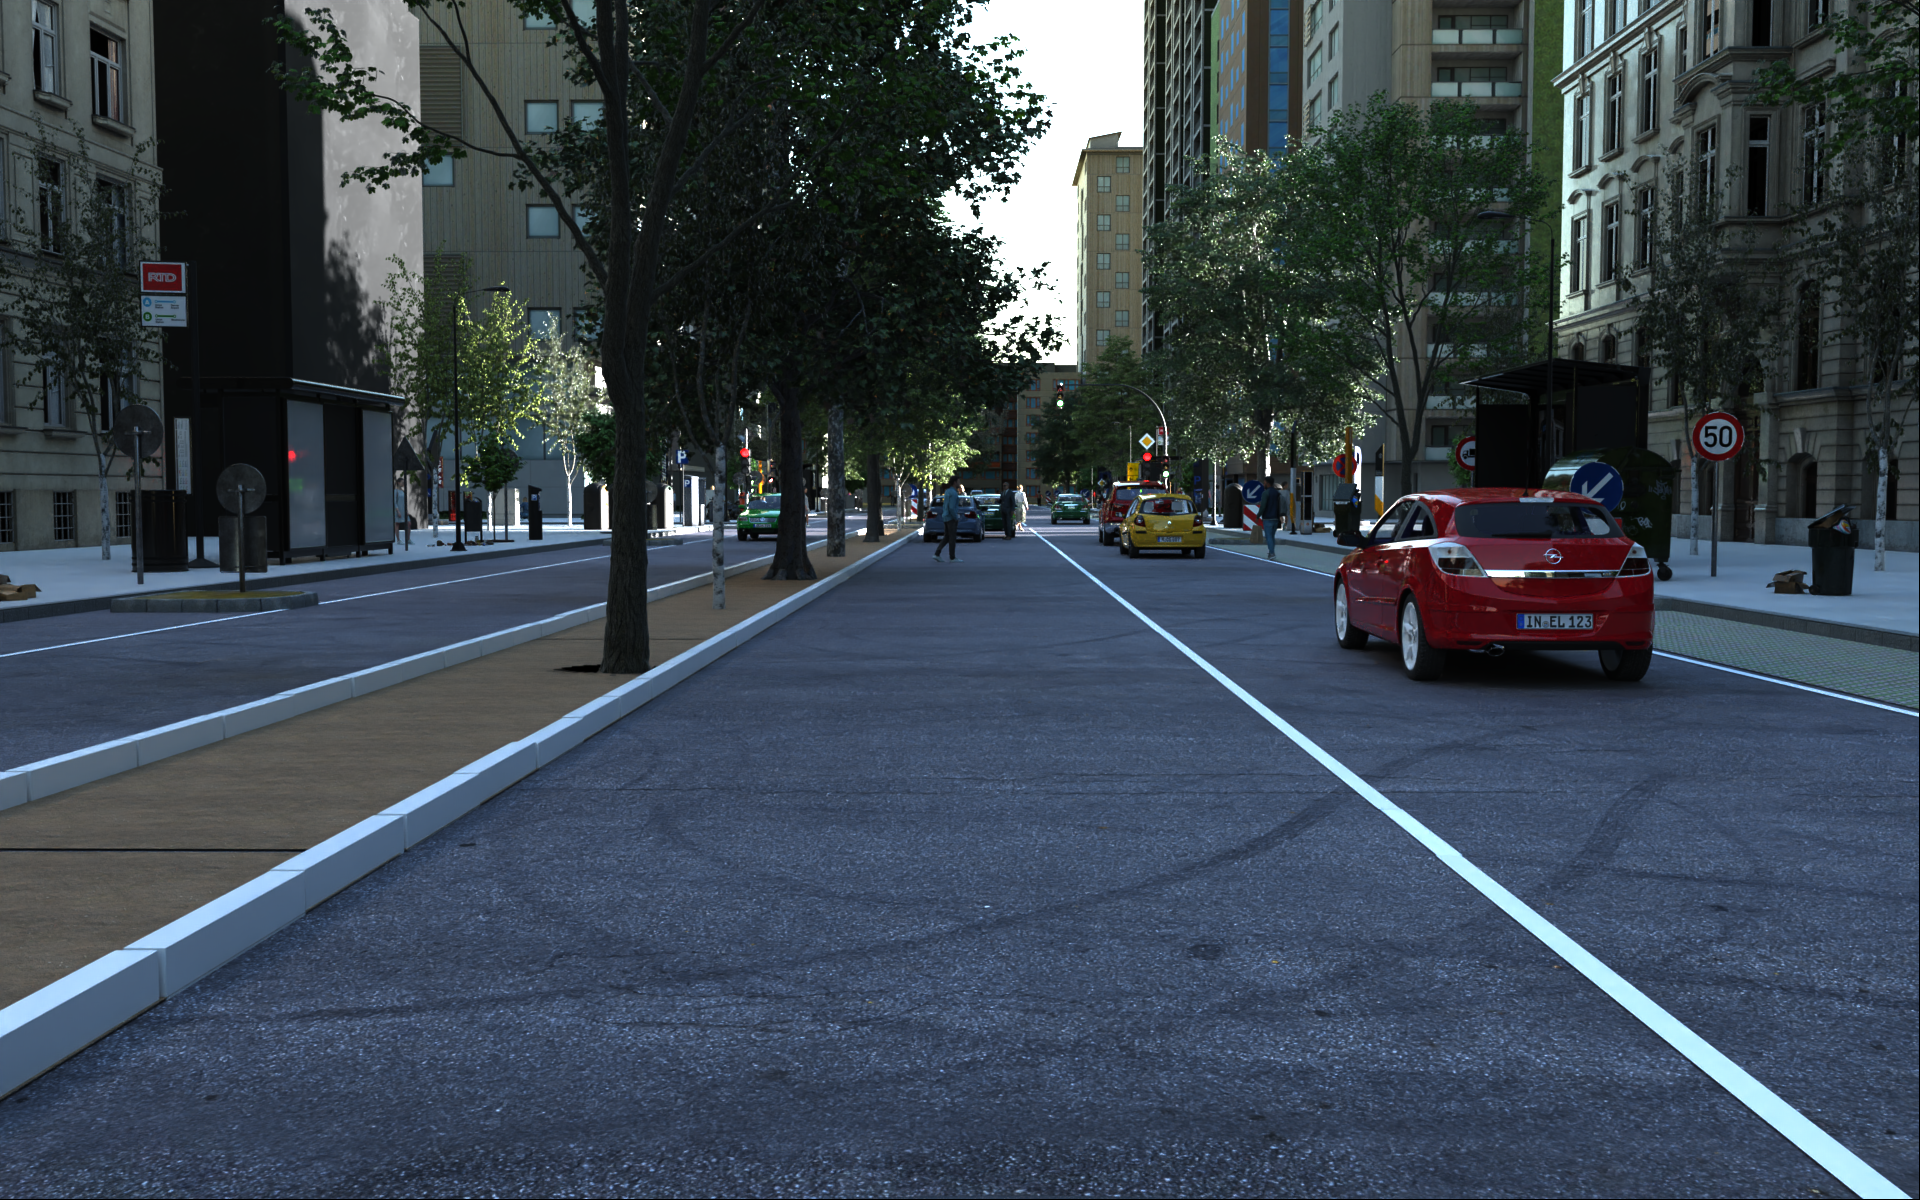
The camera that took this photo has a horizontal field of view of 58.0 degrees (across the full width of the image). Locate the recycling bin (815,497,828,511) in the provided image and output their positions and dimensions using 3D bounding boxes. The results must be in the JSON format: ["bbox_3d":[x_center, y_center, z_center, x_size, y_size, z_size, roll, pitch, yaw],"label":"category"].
[{"bbox_3d":[-10.236,-7.081,128.333,0.722,1.027,0.722,-3,5,-42],"label":"recycling bin"}]

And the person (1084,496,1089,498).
[{"bbox_3d":[15.621,-12.879,216.249,0.705,1.869,1.348,-3,5,-44],"label":"person"}]

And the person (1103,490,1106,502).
[{"bbox_3d":[11.576,-8.003,138.705,0.330,1.601,0.589,2,4,32],"label":"person"}]

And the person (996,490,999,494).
[{"bbox_3d":[3.664,-9.690,166.865,0.705,1.831,1.348,-2,4,-35],"label":"person"}]

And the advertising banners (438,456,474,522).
[{"bbox_3d":[-23.534,-5.156,80.492,0.090,3.025,2.074,3,5,45],"label":"advertising banners"}]

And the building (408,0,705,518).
[{"bbox_3d":[-31.024,-31.464,103.683,28.713,52.752,27.495,0,4,1],"label":"building"}]

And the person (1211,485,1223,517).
[{"bbox_3d":[14.340,-5.534,96.790,0.678,1.792,0.850,3,5,44],"label":"person"}]

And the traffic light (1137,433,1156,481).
[{"bbox_3d":[8.543,-5.537,79.458,0.839,4.253,0.868,0,4,1],"label":"traffic light"}]

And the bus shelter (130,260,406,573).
[{"bbox_3d":[-12.950,-3.356,32.502,2.179,5.291,8.768,0,4,1],"label":"bus shelter"}]

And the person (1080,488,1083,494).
[{"bbox_3d":[12.146,-10.069,170.534,0.599,1.838,0.709,-1,4,-9],"label":"person"}]

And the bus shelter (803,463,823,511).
[{"bbox_3d":[-11.699,-8.711,133.705,1.731,3.624,6.357,0,4,1],"label":"bus shelter"}]

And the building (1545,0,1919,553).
[{"bbox_3d":[26.223,-13.799,44.701,14.460,24.649,34.723,0,4,1],"label":"building"}]

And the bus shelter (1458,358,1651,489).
[{"bbox_3d":[11.153,-2.550,32.983,1.731,3.624,6.357,0,4,1],"label":"bus shelter"}]

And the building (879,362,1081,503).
[{"bbox_3d":[2.891,-25.365,259.751,28.899,21.520,27.650,0,4,1],"label":"building"}]

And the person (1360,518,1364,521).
[{"bbox_3d":[18.415,-4.542,80.702,0.834,1.777,0.661,2,4,25],"label":"person"}]

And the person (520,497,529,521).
[{"bbox_3d":[-21.177,-4.412,83.677,0.738,1.151,1.012,3,4,37],"label":"person"}]

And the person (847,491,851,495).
[{"bbox_3d":[-14.797,-13.604,229.157,0.721,1.739,1.217,-3,4,-39],"label":"person"}]

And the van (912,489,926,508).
[{"bbox_3d":[-3.411,-8.708,149.389,2.013,2.044,4.112,0,4,2],"label":"van"}]

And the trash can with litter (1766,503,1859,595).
[{"bbox_3d":[10.877,-0.656,22.111,1.055,1.170,0.624,3,5,44],"label":"trash can with litter"}]

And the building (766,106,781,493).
[{"bbox_3d":[-28.378,-31.496,169.586,22.147,44.769,28.867,0,4,1],"label":"building"}]

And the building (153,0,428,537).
[{"bbox_3d":[-27.745,-13.940,57.599,15.834,23.373,12.332,0,4,1],"label":"building"}]

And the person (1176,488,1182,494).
[{"bbox_3d":[14.907,-6.839,117.837,0.573,1.828,0.580,-1,4,-21],"label":"person"}]

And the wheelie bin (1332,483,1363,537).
[{"bbox_3d":[11.420,-2.642,51.103,0.693,1.594,0.980,-3,5,-42],"label":"wheelie bin"}]

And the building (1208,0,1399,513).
[{"bbox_3d":[27.940,-28.334,146.861,14.154,41.232,14.086,0,4,1],"label":"building"}]

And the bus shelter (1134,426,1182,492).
[{"bbox_3d":[11.271,-7.467,99.719,2.179,5.291,8.768,0,4,1],"label":"bus shelter"}]

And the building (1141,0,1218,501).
[{"bbox_3d":[31.105,-47.229,210.438,20.563,71.187,20.611,0,4,1],"label":"building"}]

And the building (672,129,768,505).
[{"bbox_3d":[-27.913,-31.763,143.026,21.300,48.544,21.600,0,4,1],"label":"building"}]

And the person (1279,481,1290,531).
[{"bbox_3d":[11.252,-3.252,59.958,0.466,1.731,0.760,0,4,3],"label":"person"}]

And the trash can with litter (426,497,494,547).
[{"bbox_3d":[-12.522,-1.967,43.213,1.678,1.210,2.233,2,4,33],"label":"trash can with litter"}]

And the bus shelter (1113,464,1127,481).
[{"bbox_3d":[12.895,-8.691,133.373,1.731,3.624,6.357,0,4,1],"label":"bus shelter"}]

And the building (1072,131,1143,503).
[{"bbox_3d":[31.103,-41.002,259.626,27.495,52.752,28.713,0,4,1],"label":"building"}]

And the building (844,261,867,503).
[{"bbox_3d":[-18.701,-34.799,252.562,14.086,41.232,14.154,0,4,1],"label":"building"}]

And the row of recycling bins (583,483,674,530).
[{"bbox_3d":[-12.133,-3.439,63.338,3.534,1.692,1.069,-3,5,-41],"label":"row of recycling bins"}]

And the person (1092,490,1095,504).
[{"bbox_3d":[17.816,-13.745,230.742,0.705,1.831,1.348,1,4,20],"label":"person"}]

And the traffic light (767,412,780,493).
[{"bbox_3d":[-6.624,-6.424,79.703,4.771,5.953,1.251,0,4,1],"label":"traffic light"}]

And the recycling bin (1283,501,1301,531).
[{"bbox_3d":[11.767,-2.964,61.013,0.722,1.027,0.722,0,4,-3],"label":"recycling bin"}]

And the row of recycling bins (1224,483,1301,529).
[{"bbox_3d":[11.459,-3.544,65.052,3.534,1.692,1.069,3,5,40],"label":"row of recycling bins"}]

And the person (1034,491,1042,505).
[{"bbox_3d":[10.392,-13.533,229.705,1.348,1.831,0.705,-2,4,-34],"label":"person"}]

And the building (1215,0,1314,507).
[{"bbox_3d":[26.409,-29.024,124.655,14.600,45.320,14.200,0,4,1],"label":"building"}]

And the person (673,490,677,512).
[{"bbox_3d":[-20.123,-6.958,121.613,0.589,1.601,0.330,-3,5,-42],"label":"person"}]

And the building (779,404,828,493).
[{"bbox_3d":[-31.584,-22.306,209.746,28.899,21.520,27.650,0,4,1],"label":"building"}]

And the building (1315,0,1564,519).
[{"bbox_3d":[25.986,-24.880,90.378,14.086,41.232,14.154,0,4,1],"label":"building"}]

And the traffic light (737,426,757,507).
[{"bbox_3d":[-8.836,-5.064,71.714,0.839,4.253,0.868,0,4,1],"label":"traffic light"}]

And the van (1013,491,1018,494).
[{"bbox_3d":[7.204,-13.326,224.892,2.013,2.044,4.112,0,4,-1],"label":"van"}]

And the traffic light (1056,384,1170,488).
[{"bbox_3d":[6.331,-5.914,71.364,4.771,5.953,1.251,0,4,1],"label":"traffic light"}]

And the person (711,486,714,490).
[{"bbox_3d":[-15.222,-6.170,107.132,0.699,1.804,1.509,0,4,3],"label":"person"}]

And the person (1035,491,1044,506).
[{"bbox_3d":[9.287,-11.820,201.770,1.348,1.823,0.705,3,5,39],"label":"person"}]

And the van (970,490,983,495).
[{"bbox_3d":[1.828,-11.019,187.177,2.013,2.044,4.112,0,4,0],"label":"van"}]

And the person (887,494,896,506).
[{"bbox_3d":[-7.278,-10.802,185.629,1.217,1.766,0.721,-1,4,-21],"label":"person"}]

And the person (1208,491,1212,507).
[{"bbox_3d":[17.054,-6.917,119.150,0.555,1.821,0.388,1,4,21],"label":"person"}]

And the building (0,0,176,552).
[{"bbox_3d":[-28.526,-12.113,31.330,16.112,22.955,30.059,0,4,1],"label":"building"}]
